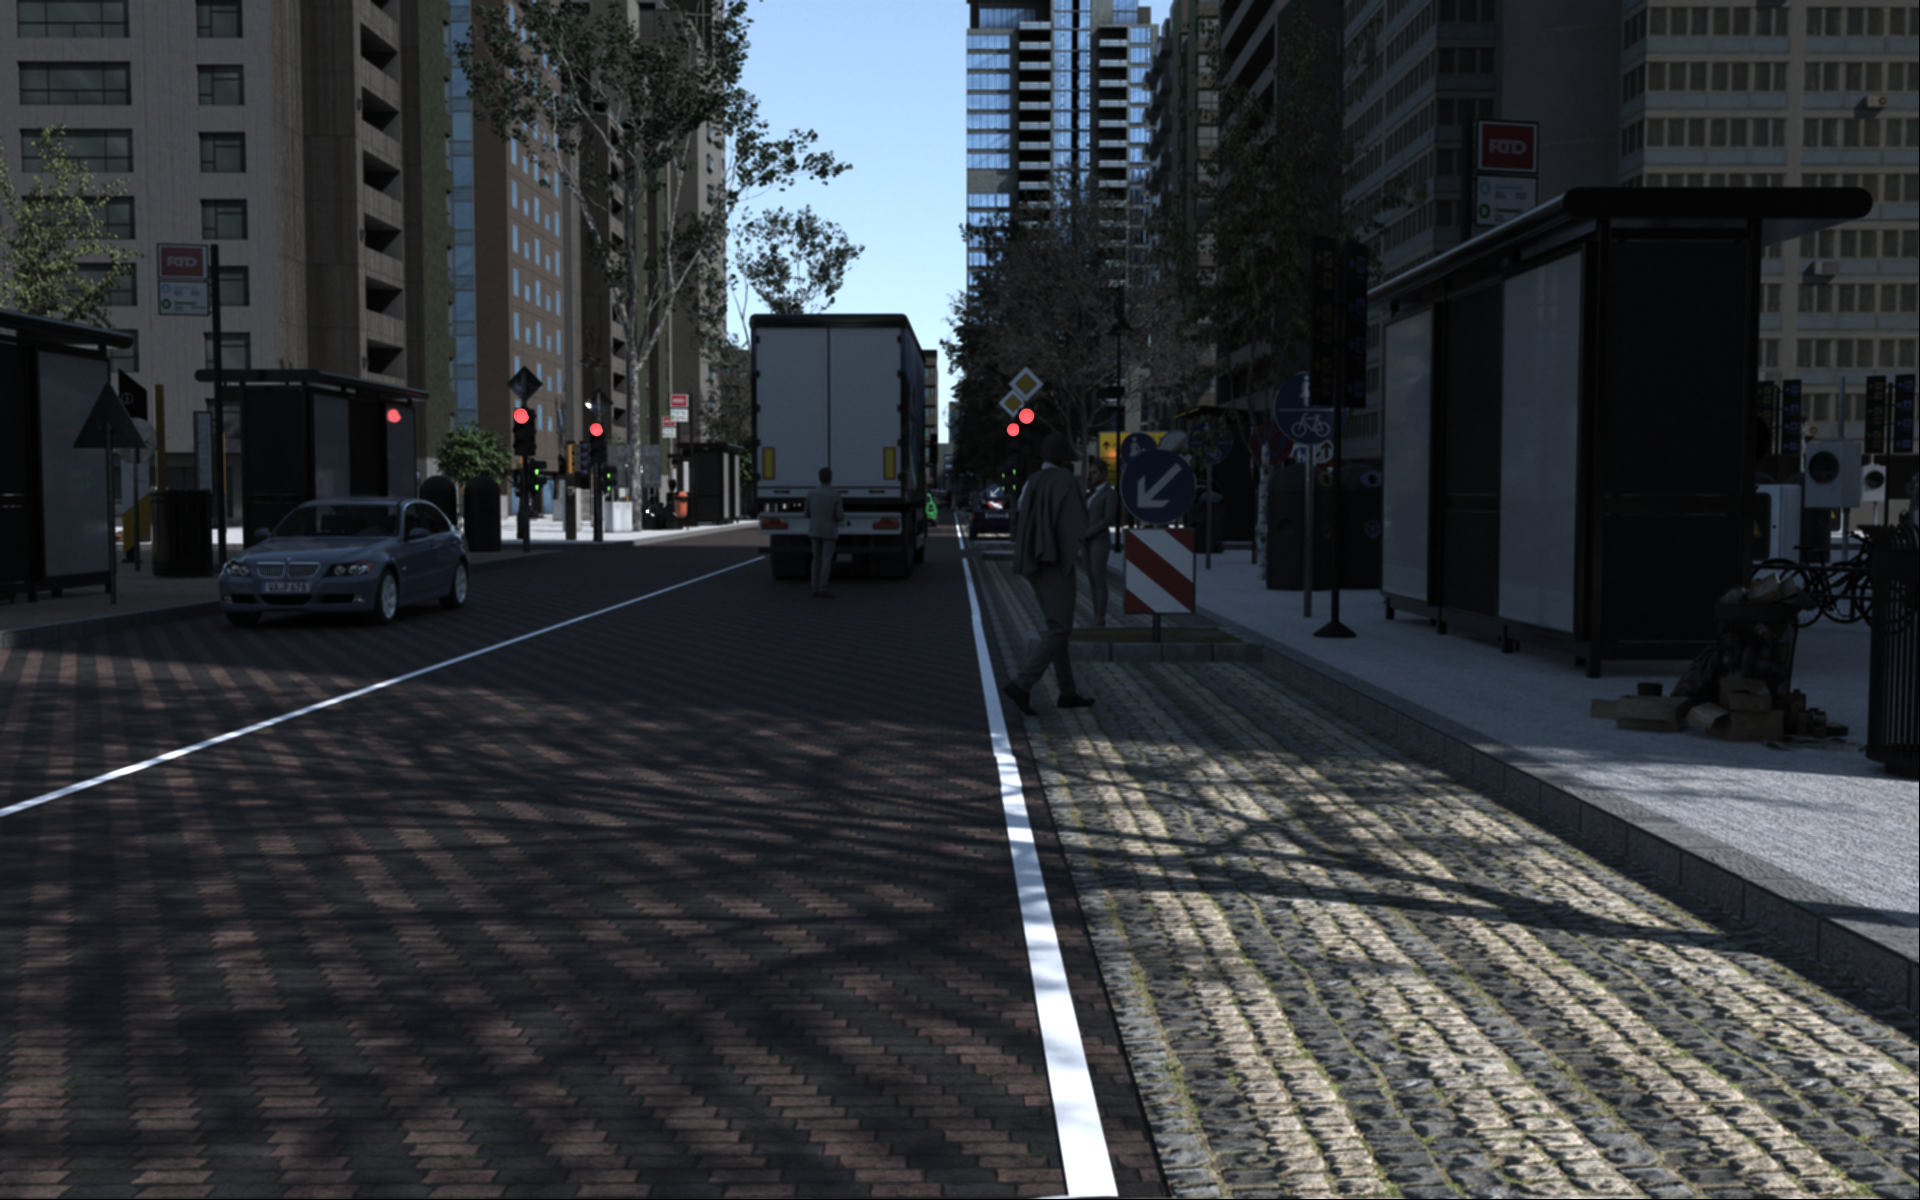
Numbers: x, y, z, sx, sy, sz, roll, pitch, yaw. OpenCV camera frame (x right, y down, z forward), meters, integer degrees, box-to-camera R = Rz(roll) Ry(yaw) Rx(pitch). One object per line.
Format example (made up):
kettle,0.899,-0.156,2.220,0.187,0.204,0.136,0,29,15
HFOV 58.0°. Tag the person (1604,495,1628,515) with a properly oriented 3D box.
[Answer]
person,8.666,-1.031,23.083,0.511,1.800,0.466,-2,4,-26

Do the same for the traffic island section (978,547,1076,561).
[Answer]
traffic island section,1.471,-0.975,38.215,2.009,0.180,2.903,0,4,0

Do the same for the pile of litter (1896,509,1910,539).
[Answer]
pile of litter,27.062,-2.143,49.010,1.176,0.858,1.719,2,4,32

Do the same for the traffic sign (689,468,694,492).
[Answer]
traffic sign,-13.290,-5.220,85.445,0.768,2.556,0.104,0,4,5

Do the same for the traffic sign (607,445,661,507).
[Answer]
traffic sign,-13.406,-4.732,71.247,2.265,3.308,0.079,0,4,6

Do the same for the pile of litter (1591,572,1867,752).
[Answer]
pile of litter,4.142,0.278,9.412,1.176,0.858,1.719,0,4,1

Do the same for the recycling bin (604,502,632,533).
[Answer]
recycling bin,-11.391,-2.764,57.738,0.722,1.027,0.722,-2,4,-34

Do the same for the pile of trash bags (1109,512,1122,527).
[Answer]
pile of trash bags,4.542,-3.549,67.776,3.447,1.369,1.912,-1,4,-8

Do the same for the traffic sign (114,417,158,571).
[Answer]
traffic sign,-13.693,-1.753,28.760,0.768,2.556,0.104,0,4,3

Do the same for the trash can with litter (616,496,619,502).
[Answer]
trash can with litter,-23.273,-6.522,118.027,0.624,1.170,1.055,-2,4,-30

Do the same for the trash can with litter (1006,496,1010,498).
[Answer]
trash can with litter,3.222,-5.556,102.221,1.055,1.170,0.624,1,4,19

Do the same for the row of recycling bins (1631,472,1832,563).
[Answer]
row of recycling bins,14.520,-1.559,32.600,3.534,1.692,1.069,0,4,6

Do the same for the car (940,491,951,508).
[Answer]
car,-1.986,-10.736,184.202,2.281,1.827,5.304,0,4,-1

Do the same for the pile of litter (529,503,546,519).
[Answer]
pile of litter,-22.581,-4.729,91.283,1.719,0.858,1.176,3,4,36

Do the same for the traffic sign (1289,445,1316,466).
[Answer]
traffic sign,6.892,-2.014,35.051,0.606,2.300,0.079,0,4,1

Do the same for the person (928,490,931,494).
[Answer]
person,-2.768,-8.913,154.160,0.705,1.831,1.348,0,4,6

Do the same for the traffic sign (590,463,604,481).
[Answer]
traffic sign,-14.741,-4.326,70.831,0.768,2.556,0.104,0,4,4

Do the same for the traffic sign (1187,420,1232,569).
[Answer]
traffic sign,4.244,-1.799,29.523,0.768,2.556,0.104,0,4,2

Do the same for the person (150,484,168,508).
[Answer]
person,-23.958,-2.799,51.770,0.622,1.834,0.822,-2,4,-27

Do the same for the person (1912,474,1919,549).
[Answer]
person,19.705,-1.760,35.374,0.519,1.759,0.362,-2,4,-32

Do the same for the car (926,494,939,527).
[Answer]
car,-1.896,-4.175,77.052,1.959,1.807,4.718,0,3,0

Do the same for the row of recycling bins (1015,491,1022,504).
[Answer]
row of recycling bins,4.846,-6.475,112.972,3.534,1.692,1.069,3,5,40

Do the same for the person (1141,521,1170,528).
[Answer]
person,5.312,-2.518,47.425,1.509,1.804,0.699,-3,5,-44

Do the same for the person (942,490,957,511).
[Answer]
person,-0.883,-8.679,150.432,1.348,1.821,0.705,-1,4,-23

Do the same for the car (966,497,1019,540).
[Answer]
car,1.149,-2.591,54.950,1.945,1.354,3.894,0,4,0

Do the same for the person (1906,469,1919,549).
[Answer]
person,21.409,-2.000,38.555,0.655,1.846,0.447,0,4,7

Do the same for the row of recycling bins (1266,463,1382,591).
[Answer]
row of recycling bins,5.837,-1.015,23.716,3.534,1.692,1.069,-1,4,-17

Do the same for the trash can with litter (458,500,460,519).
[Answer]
trash can with litter,-25.123,-4.572,86.141,0.624,1.170,1.055,-2,4,-33

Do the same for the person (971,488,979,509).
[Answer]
person,0.950,-5.849,104.234,0.635,1.810,0.391,-2,4,-34

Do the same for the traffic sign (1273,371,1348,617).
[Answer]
traffic sign,3.626,-1.093,17.984,0.768,2.556,0.104,0,4,4

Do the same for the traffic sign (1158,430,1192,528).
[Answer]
traffic sign,4.326,-2.105,34.529,0.768,2.556,0.104,1,4,9

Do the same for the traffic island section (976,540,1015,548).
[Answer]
traffic island section,1.431,-1.463,46.200,2.009,0.180,2.903,0,4,0

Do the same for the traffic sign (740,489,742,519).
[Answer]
traffic sign,-11.185,-5.391,88.252,0.768,2.556,0.104,0,4,7

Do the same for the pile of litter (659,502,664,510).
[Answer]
pile of litter,-16.691,-4.961,95.075,1.176,0.858,1.719,-2,4,-30

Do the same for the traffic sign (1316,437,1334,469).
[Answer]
traffic sign,7.380,-2.164,35.492,0.768,2.556,0.104,1,4,8

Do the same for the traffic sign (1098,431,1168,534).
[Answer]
traffic sign,5.608,-3.809,56.147,2.265,3.308,0.079,0,4,8

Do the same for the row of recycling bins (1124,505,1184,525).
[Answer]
row of recycling bins,8.547,-3.985,72.262,3.534,1.692,1.069,0,4,1

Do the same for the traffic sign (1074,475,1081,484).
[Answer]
traffic sign,6.341,-5.555,92.957,0.606,2.300,0.079,0,4,5

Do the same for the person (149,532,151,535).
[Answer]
person,-16.895,-1.549,36.860,0.738,1.151,1.012,-1,4,-23

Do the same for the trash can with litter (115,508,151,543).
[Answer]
trash can with litter,-21.924,-2.106,45.813,1.055,1.170,0.624,-1,4,-10

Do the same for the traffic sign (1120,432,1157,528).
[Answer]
traffic sign,3.696,-2.183,35.793,0.768,2.556,0.104,0,4,7

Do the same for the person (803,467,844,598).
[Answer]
person,-1.851,-0.939,24.054,0.606,1.804,0.583,1,4,14

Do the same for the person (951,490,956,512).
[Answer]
person,-0.571,-8.121,141.952,0.621,1.740,0.551,-2,4,-35

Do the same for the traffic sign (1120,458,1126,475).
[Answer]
traffic sign,5.469,-3.401,55.705,0.768,2.556,0.104,1,4,9

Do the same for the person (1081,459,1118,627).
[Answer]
person,1.350,-0.556,17.861,0.573,1.790,0.520,-3,5,-44

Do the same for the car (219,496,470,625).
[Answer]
car,-7.115,-0.517,20.463,2.014,1.417,4.499,0,3,0

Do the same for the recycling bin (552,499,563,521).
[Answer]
recycling bin,-18.714,-4.225,81.630,0.722,1.027,0.722,1,4,22

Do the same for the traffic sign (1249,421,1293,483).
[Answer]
traffic sign,5.453,-1.854,30.418,0.768,2.556,0.104,0,4,1

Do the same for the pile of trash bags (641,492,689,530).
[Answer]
pile of trash bags,-10.713,-3.217,62.343,1.912,1.369,3.447,-3,4,-38

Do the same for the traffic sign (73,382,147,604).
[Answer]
traffic sign,-9.860,-1.229,20.094,0.884,2.594,0.081,0,4,4

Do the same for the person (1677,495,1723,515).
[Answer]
person,9.541,-1.015,22.482,0.661,1.843,0.795,0,4,-5

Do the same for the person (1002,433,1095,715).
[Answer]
person,0.615,-0.167,11.324,0.850,1.850,0.679,-3,4,-38
